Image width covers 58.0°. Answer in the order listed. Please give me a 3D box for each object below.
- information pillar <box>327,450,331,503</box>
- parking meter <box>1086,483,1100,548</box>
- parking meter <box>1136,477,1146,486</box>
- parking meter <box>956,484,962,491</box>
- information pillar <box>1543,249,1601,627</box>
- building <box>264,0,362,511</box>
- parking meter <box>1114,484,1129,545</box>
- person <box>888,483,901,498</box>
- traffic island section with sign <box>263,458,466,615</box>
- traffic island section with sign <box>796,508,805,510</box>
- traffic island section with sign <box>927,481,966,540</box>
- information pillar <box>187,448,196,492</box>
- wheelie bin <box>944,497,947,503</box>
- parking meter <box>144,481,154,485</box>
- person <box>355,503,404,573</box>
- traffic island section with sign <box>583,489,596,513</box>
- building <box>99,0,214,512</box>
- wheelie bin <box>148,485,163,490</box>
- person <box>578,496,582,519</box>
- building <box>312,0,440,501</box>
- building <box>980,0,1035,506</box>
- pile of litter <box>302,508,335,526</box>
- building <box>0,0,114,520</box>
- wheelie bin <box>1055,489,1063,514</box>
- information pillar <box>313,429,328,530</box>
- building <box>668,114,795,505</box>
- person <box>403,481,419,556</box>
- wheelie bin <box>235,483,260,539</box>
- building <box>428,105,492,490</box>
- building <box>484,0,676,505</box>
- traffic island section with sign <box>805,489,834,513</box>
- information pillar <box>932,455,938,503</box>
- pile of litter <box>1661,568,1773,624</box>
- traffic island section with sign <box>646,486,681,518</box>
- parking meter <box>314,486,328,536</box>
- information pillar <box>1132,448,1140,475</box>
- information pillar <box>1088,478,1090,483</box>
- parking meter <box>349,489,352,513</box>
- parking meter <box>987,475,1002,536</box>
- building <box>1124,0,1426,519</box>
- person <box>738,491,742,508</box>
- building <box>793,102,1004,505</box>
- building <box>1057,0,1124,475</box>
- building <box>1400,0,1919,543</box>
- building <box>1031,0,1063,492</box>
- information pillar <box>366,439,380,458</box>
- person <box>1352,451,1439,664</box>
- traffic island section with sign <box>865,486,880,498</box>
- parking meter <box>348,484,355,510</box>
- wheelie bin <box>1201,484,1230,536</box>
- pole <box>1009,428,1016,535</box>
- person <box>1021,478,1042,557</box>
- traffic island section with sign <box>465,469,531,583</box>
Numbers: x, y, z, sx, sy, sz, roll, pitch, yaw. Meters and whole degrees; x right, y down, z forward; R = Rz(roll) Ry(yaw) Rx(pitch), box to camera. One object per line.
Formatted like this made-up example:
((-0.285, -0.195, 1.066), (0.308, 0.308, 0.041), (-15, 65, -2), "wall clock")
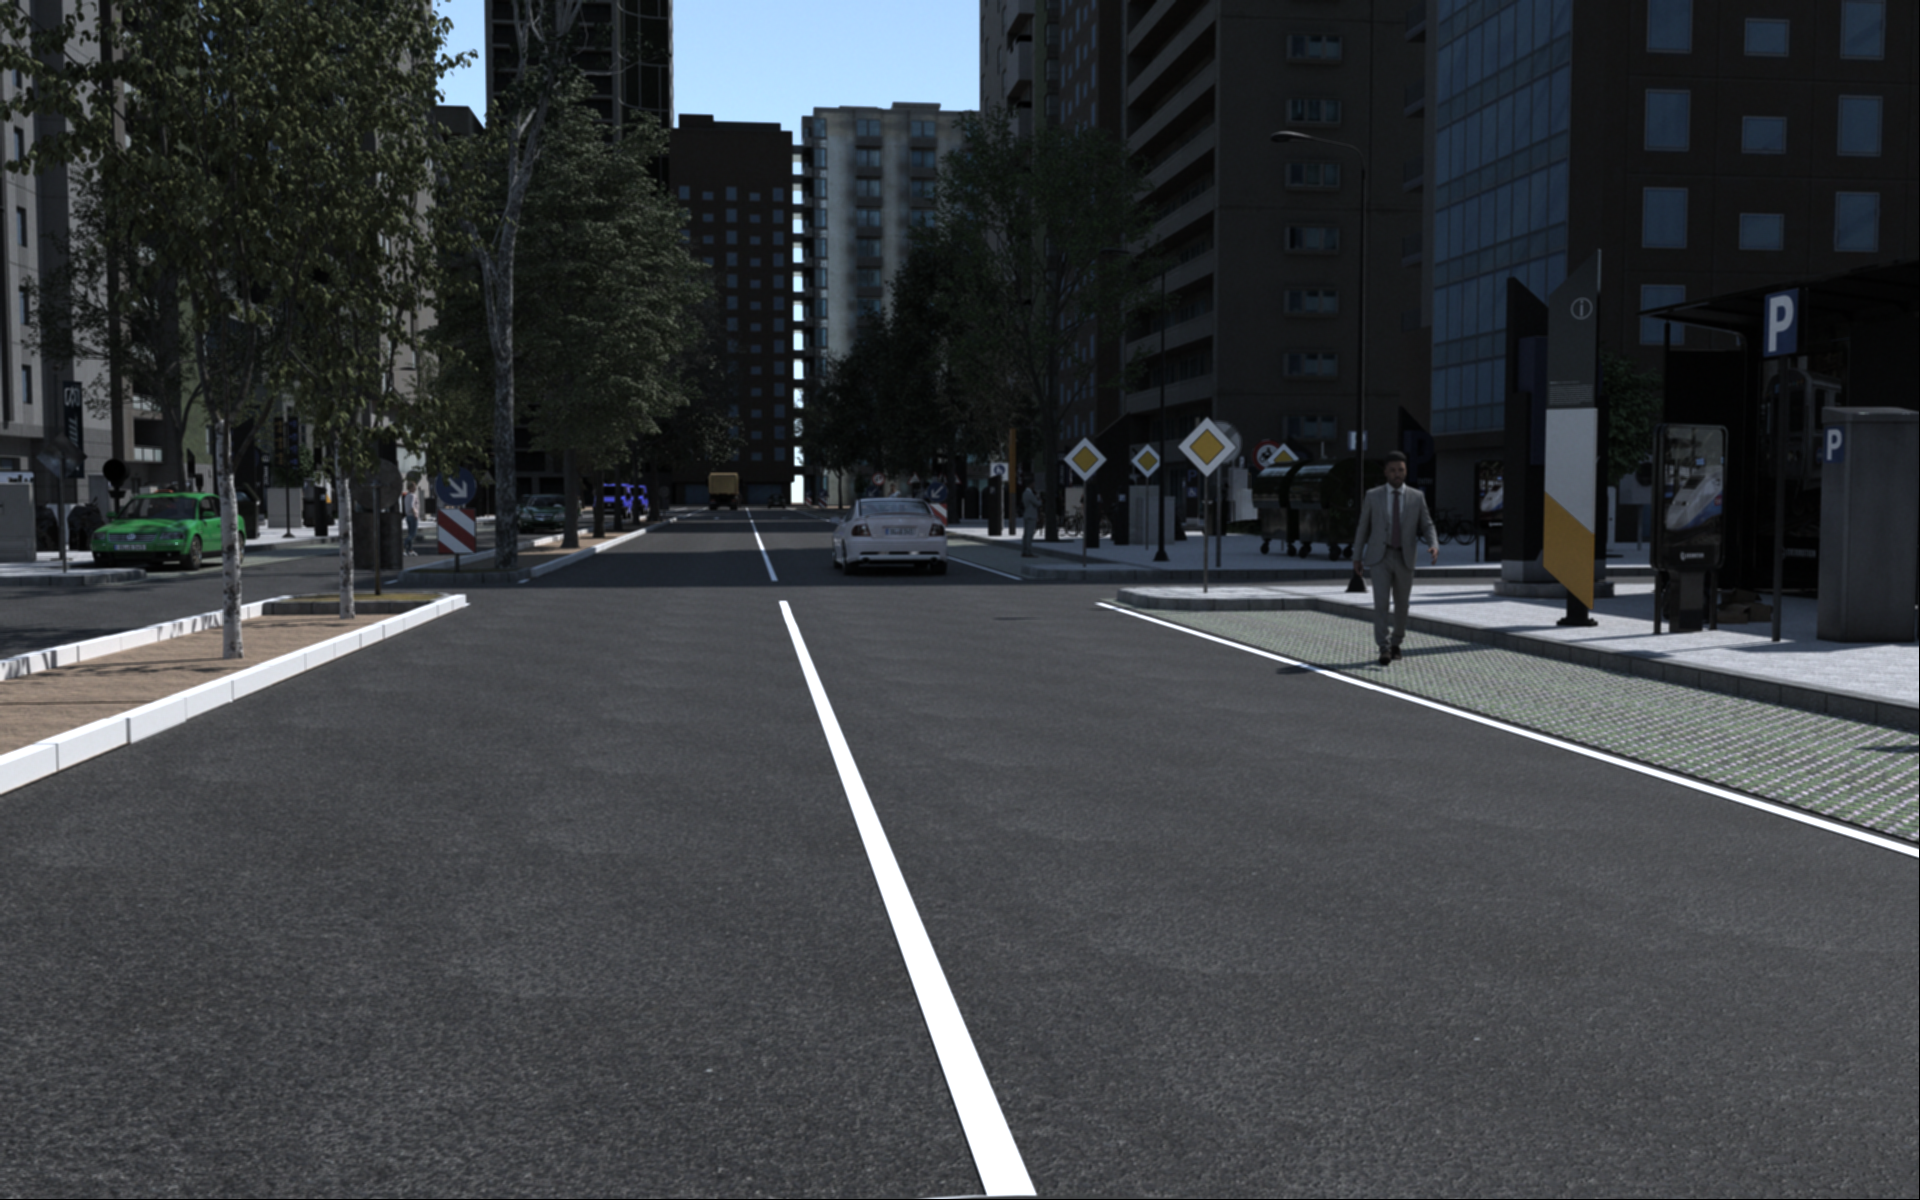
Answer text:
((-33.755, -6.186, 92.500), (0.183, 3.616, 0.504), (1, 4, 9), "information pillar")
((3.130, -2.004, 41.179), (0.372, 1.533, 0.369), (0, 3, 0), "parking meter")
((6.171, -3.239, 58.676), (0.399, 1.863, 0.255), (0, 4, 6), "parking meter")
((-0.135, -5.523, 96.018), (0.399, 1.863, 0.255), (-2, 4, -31), "parking meter")
((5.953, -1.558, 16.828), (0.504, 3.616, 0.183), (3, 4, 38), "information pillar")
((-52.822, -48.981, 113.507), (22.319, 86.520, 31.000), (0, 4, -7), "building")
((4.069, -2.150, 43.559), (0.372, 1.533, 0.369), (0, 3, 0), "parking meter")
((-2.350, -3.203, 60.956), (0.616, 1.811, 0.778), (2, 4, 26), "person")
((-7.340, -0.812, 21.412), (2.006, 1.907, 1.989), (0, 4, -7), "traffic island section with sign")
((-14.097, -9.222, 159.408), (1.989, 1.847, 2.006), (0, 4, -7), "traffic island section with sign")
((-0.914, -2.843, 55.108), (1.989, 1.847, 2.006), (0, 4, -7), "traffic island section with sign")
((-38.946, -5.897, 87.767), (0.504, 3.616, 0.183), (2, 4, 28), "information pillar")
((-0.593, -5.091, 91.139), (0.980, 1.594, 0.693), (-1, 4, -16), "wheelie bin")
((-37.474, -4.550, 80.096), (0.399, 1.863, 0.255), (1, 4, 19), "parking meter")
((-10.373, -1.377, 30.992), (0.713, 1.824, 0.794), (2, 4, 35), "person")
((-27.090, -7.386, 129.394), (1.989, 1.847, 2.006), (0, 4, -7), "traffic island section with sign")
((-46.826, -24.590, 85.647), (14.154, 41.232, 14.086), (0, 4, -7), "building")
((-28.624, -3.279, 61.518), (0.693, 1.594, 0.980), (1, 4, 12), "wheelie bin")
((-22.052, -5.357, 100.330), (0.306, 1.304, 0.590), (1, 4, 21), "person")
((-59.938, -34.078, 146.407), (27.495, 52.752, 28.713), (0, 4, -7), "building")
((16.788, -34.661, 155.949), (28.713, 52.752, 27.495), (0, 4, -7), "building")
((-26.006, -3.424, 69.947), (1.176, 0.858, 1.719), (3, 5, 41), "pile of litter")
((-44.330, -31.444, 56.109), (21.231, 58.520, 28.212), (0, 4, -7), "building")
((5.924, -5.929, 104.840), (0.693, 1.594, 0.980), (2, 4, 26), "wheelie bin")
((-23.124, -4.346, 62.409), (0.183, 3.616, 0.504), (0, 4, 6), "information pillar")
((-27.323, -34.123, 208.018), (14.200, 45.320, 14.600), (0, 4, -7), "building")
((-12.738, -1.887, 40.022), (0.731, 1.740, 0.598), (3, 5, 39), "person")
((-20.284, -2.526, 49.201), (0.693, 1.594, 0.980), (-1, 4, -13), "wheelie bin")
((-67.229, -35.617, 206.031), (21.600, 48.544, 21.300), (0, 4, -7), "building")
((-44.933, -47.065, 207.760), (20.611, 71.187, 20.563), (0, 4, -7), "building")
((-10.575, -7.526, 131.670), (1.989, 1.847, 2.006), (0, 4, -7), "traffic island section with sign")
((-1.190, -5.509, 81.425), (0.183, 3.616, 0.504), (2, 4, 24), "information pillar")
((7.852, -0.235, 17.804), (1.719, 0.858, 1.176), (-3, 4, -39), "pile of litter")
((-17.684, -5.821, 103.310), (2.006, 1.907, 1.989), (0, 4, -7), "traffic island section with sign")
((-19.414, -2.703, 52.609), (0.372, 1.533, 0.369), (0, 3, 0), "parking meter")
((8.928, -5.903, 87.865), (0.504, 3.616, 0.183), (-2, 4, -33), "information pillar")
((6.094, -4.630, 80.186), (0.304, 2.012, 0.304), (0, 4, 7), "information pillar")
((-28.373, -4.392, 80.220), (0.372, 1.533, 0.369), (0, 3, 0), "parking meter")
((1.065, -2.902, 53.161), (0.399, 1.863, 0.255), (3, 5, 41), "parking meter")
((21.590, -28.746, 93.706), (21.300, 48.544, 21.600), (0, 4, -7), "building")
((-23.030, -10.442, 179.773), (0.990, 1.755, 0.434), (1, 4, 18), "person")
((-5.672, -36.395, 214.667), (30.456, 49.044, 23.786), (0, 4, -7), "building")
((14.859, -28.702, 119.387), (14.600, 45.320, 14.200), (0, 4, -7), "building")
((22.807, -24.562, 51.694), (14.200, 45.320, 14.600), (0, 4, -7), "building")
((12.396, -27.513, 133.430), (14.154, 41.232, 14.086), (0, 4, -7), "building")
((-20.892, -4.298, 61.626), (0.504, 3.616, 0.183), (0, 4, -2), "information pillar")
((3.678, -0.360, 14.666), (0.678, 1.792, 0.850), (0, 4, 8), "person")
((-4.291, -4.479, 81.852), (1.989, 1.847, 2.006), (0, 4, -7), "traffic island section with sign")
((-35.182, -5.777, 100.168), (0.255, 1.863, 0.399), (1, 4, 10), "parking meter")
((7.901, -2.791, 53.540), (0.693, 1.594, 0.980), (-2, 4, -27), "wheelie bin")
((1.632, -3.674, 53.913), (0.158, 3.312, 0.155), (0, 3, 0), "pole")
((1.637, -1.860, 39.097), (0.466, 1.800, 0.511), (-2, 4, -29), "person")
((-8.258, -1.262, 28.762), (2.006, 1.907, 1.989), (0, 4, -7), "traffic island section with sign")
